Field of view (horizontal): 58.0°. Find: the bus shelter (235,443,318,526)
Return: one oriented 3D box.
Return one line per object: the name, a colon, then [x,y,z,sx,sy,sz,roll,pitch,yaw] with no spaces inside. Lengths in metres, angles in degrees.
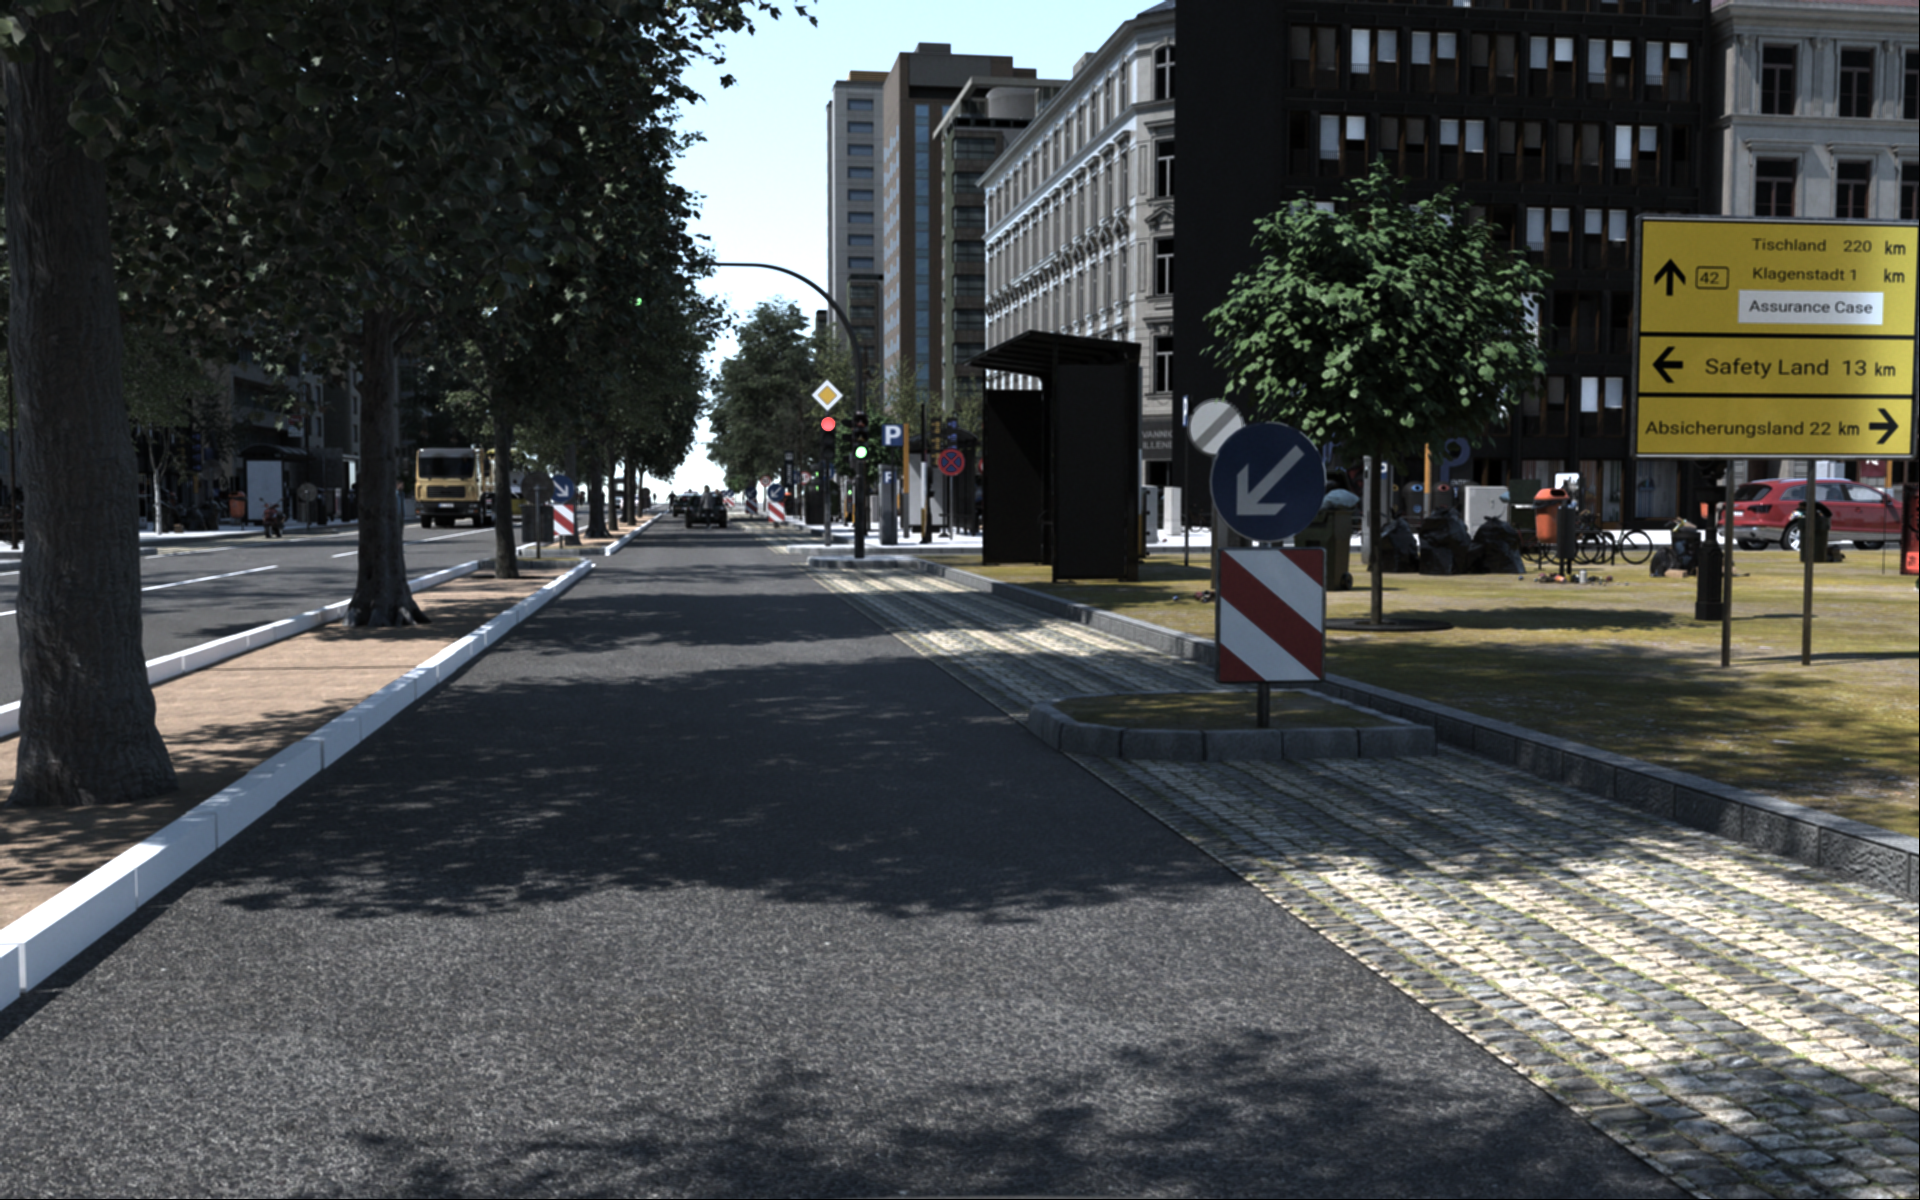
bus shelter: [-28.272,-4.766,71.853,2.014,3.302,5.546,-1,4,-9]

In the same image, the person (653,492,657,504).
person: [-43.658,-14.601,247.759,0.617,1.759,0.750,-1,4,-21]

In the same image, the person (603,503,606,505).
person: [-47.609,-13.639,231.513,0.705,1.822,1.348,2,4,35]

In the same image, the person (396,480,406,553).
person: [-13.692,-2.035,42.115,0.444,1.785,0.601,2,4,24]

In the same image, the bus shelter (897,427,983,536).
bus shelter: [-0.668,-3.717,54.704,2.014,3.302,5.546,-1,4,-9]

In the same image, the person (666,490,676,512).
person: [-22.605,-7.761,135.940,0.990,1.755,0.434,-1,4,-15]

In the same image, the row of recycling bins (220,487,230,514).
row of recycling bins: [-41.169,-5.488,96.840,3.534,1.692,1.069,-2,4,-35]

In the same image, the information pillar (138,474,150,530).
information pillar: [-29.656,-3.560,62.694,0.304,2.012,0.304,3,5,44]

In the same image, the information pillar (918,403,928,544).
information pillar: [-0.932,-3.277,44.941,0.183,3.616,0.504,0,4,6]

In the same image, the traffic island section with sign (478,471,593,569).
traffic island section with sign: [-8.327,-1.577,33.924,2.006,1.907,1.989,-1,4,-9]

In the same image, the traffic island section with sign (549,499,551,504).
traffic island section with sign: [-39.354,-9.595,165.502,1.989,1.847,2.006,-1,4,-9]

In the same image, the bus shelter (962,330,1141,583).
bus shelter: [1.367,-2.247,28.014,1.731,3.624,6.357,-1,4,-9]

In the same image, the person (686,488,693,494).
person: [-17.622,-6.381,113.031,0.606,1.804,0.583,0,4,-8]

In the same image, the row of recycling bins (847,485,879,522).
row of recycling bins: [-4.232,-4.513,80.898,1.069,1.692,3.534,2,4,28]

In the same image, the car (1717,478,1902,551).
car: [21.246,-2.051,42.208,5.304,1.827,2.281,-1,4,-9]

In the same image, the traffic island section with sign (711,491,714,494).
traffic island section with sign: [-23.022,-9.749,168.017,1.989,1.847,2.006,-1,4,-9]

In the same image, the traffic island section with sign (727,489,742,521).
traffic island section with sign: [-11.193,-5.085,91.769,1.989,1.847,2.006,-1,4,-9]

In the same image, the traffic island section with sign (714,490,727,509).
traffic island section with sign: [-18.747,-8.059,140.385,1.989,1.847,2.006,-1,4,-9]

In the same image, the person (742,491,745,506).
person: [-24.512,-11.450,195.726,0.705,1.822,1.348,0,4,-6]

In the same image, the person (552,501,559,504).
person: [-34.971,-8.504,150.767,0.991,1.433,0.599,-1,4,-13]

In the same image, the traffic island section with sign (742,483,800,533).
traffic island section with sign: [-7.046,-3.446,64.969,1.989,1.847,2.006,-1,4,-9]

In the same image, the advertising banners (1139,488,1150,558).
advertising banners: [3.058,-2.315,34.039,0.090,3.025,2.074,3,5,45]

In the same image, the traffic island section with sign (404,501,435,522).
traffic island section with sign: [-27.357,-4.865,88.176,1.989,1.847,2.006,-1,4,-9]

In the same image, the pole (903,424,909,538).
pole: [-1.557,-3.444,50.145,0.158,3.312,0.155,0,3,0]

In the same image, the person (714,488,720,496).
person: [-14.317,-5.677,101.740,0.576,1.772,0.534,0,4,-7]

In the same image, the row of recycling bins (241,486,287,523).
row of recycling bins: [-31.752,-4.400,79.046,1.069,1.692,3.534,0,4,4]

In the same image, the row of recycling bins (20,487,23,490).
row of recycling bins: [-41.334,-4.321,77.759,1.069,1.692,3.534,-1,4,-11]

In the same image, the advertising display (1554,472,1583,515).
advertising display: [17.610,-2.751,50.192,0.123,1.923,0.974,-2,4,-26]

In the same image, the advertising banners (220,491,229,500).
advertising banners: [-40.228,-6.006,94.385,0.090,3.025,2.074,3,5,41]

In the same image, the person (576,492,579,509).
person: [-36.875,-9.561,166.284,0.415,1.643,0.593,3,5,42]

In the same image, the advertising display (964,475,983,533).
advertising display: [0.481,-3.206,57.639,0.974,1.923,0.123,3,5,42]

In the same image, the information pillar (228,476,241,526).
information pillar: [-29.482,-4.035,70.469,0.304,2.012,0.304,2,4,30]

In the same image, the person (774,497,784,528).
person: [-7.684,-3.965,73.514,0.466,1.800,0.511,0,4,2]

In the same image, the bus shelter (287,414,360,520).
bus shelter: [-33.067,-6.863,89.835,2.179,5.291,8.768,-1,4,-9]

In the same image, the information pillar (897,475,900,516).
information pillar: [-3.572,-6.602,99.296,0.183,3.616,0.504,-1,4,-20]

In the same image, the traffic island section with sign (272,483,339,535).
traffic island section with sign: [-23.222,-3.236,61.539,1.989,1.847,2.006,-1,4,-9]

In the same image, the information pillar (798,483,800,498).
information pillar: [-10.786,-6.876,116.912,0.304,2.012,0.304,-1,4,-16]

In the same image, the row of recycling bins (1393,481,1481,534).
row of recycling bins: [15.072,-2.980,55.843,3.534,1.692,1.069,0,4,1]

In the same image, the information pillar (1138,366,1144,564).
information pillar: [3.177,-2.489,32.044,0.183,3.616,0.504,-3,5,-40]

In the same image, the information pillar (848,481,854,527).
information pillar: [-4.081,-4.639,67.204,0.183,3.616,0.504,1,4,11]

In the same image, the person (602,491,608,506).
person: [-43.344,-12.364,210.670,0.705,1.822,1.348,2,4,34]

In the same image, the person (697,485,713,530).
person: [-10.112,-3.682,68.887,0.709,1.800,0.728,-2,4,-33]

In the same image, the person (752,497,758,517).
person: [-12.984,-6.124,109.631,0.522,1.701,0.512,-1,4,-12]

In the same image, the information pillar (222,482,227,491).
information pillar: [-46.237,-6.396,109.061,0.304,2.012,0.304,2,4,25]

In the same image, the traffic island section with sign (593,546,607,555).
traffic island section with sign: [-9.453,-2.025,41.245,2.006,1.907,1.989,-1,4,-9]

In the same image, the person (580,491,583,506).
person: [-46.041,-12.366,210.643,0.705,1.831,1.348,-2,4,-25]

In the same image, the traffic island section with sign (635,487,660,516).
traffic island section with sign: [-20.983,-6.566,115.497,2.006,1.907,1.989,-1,4,-9]

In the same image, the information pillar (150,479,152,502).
information pillar: [-39.256,-4.842,83.661,0.304,2.012,0.304,-3,5,-43]

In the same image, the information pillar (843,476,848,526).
information pillar: [-4.501,-4.720,68.530,0.183,3.616,0.504,-1,4,-10]

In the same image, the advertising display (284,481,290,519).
advertising display: [-34.895,-5.112,88.796,0.974,1.923,0.123,-2,4,-27]

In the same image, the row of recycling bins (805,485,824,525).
row of recycling bins: [-6.116,-4.084,73.887,1.069,1.692,3.534,0,4,-5]

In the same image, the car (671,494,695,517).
car: [-17.196,-6.074,109.103,2.009,1.686,4.222,0,4,-8]

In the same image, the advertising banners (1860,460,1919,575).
advertising banners: [15.119,-1.897,27.209,2.074,3.025,0.090,3,5,43]

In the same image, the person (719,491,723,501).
person: [-19.813,-8.207,143.600,0.530,1.710,0.541,1,4,18]

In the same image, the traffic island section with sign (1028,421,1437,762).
traffic island section with sign: [1.462,-0.096,10.196,1.989,1.847,2.006,-1,4,-9]

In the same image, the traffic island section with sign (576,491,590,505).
traffic island section with sign: [-47.794,-12.921,219.888,1.989,1.847,2.006,-1,4,-9]

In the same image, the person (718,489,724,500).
person: [-22.293,-9.249,159.359,1.348,1.869,0.705,-3,5,-40]
